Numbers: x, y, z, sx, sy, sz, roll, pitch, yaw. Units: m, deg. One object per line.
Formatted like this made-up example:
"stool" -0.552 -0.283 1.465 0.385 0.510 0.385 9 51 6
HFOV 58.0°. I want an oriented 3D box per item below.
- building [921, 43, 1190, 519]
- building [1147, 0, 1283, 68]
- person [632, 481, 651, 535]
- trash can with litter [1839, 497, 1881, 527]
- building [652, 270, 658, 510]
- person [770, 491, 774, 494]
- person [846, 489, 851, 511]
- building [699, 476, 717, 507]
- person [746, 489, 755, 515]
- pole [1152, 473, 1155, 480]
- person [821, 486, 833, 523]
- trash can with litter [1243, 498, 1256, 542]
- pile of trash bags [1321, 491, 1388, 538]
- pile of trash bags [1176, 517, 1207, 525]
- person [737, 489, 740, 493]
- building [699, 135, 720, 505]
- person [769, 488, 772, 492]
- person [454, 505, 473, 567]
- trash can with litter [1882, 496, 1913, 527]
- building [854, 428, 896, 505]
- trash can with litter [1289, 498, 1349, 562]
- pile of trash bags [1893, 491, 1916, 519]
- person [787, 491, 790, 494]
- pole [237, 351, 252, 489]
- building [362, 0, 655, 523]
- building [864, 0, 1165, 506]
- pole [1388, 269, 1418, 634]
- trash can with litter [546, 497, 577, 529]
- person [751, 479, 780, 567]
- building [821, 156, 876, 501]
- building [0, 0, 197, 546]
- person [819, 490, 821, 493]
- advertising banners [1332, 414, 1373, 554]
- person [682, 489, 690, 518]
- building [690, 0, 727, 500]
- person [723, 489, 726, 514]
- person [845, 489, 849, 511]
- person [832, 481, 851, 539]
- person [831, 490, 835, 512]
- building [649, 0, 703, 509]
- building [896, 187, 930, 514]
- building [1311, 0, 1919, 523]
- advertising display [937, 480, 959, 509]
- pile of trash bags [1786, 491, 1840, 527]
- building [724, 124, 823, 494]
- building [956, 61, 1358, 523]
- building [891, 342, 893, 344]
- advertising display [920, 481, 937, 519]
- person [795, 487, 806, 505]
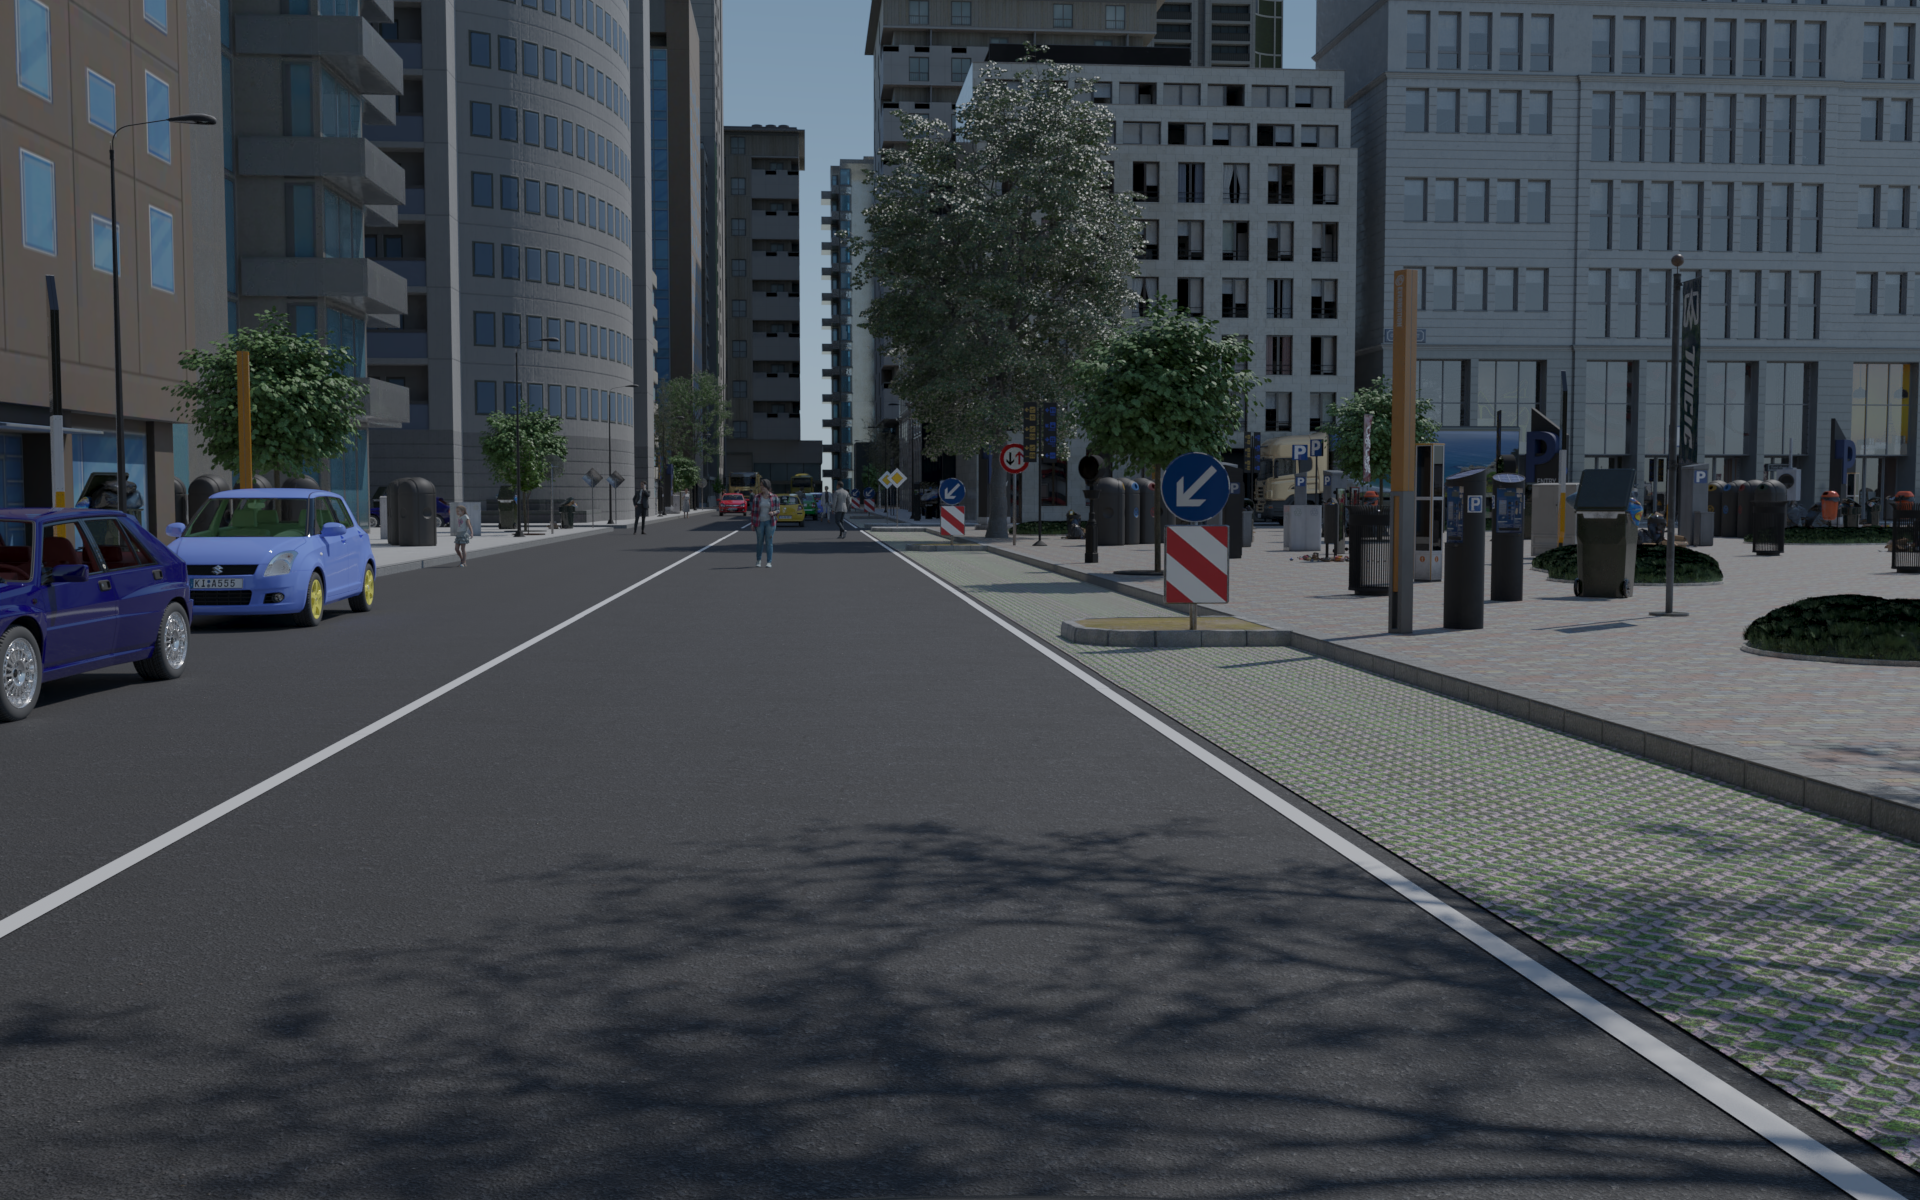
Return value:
"building" 4.570 -16.158 93.861 12.332 23.373 15.834 0 4 -5
"building" 35.307 -49.492 247.453 20.611 71.187 20.563 0 4 -5
"person" -11.301 -3.281 61.502 0.648 1.900 0.474 -1 4 -16
"trash can with litter" 29.575 -2.796 57.098 1.055 1.170 0.624 0 4 -5
"building" -36.541 -16.954 122.229 27.650 21.520 28.899 0 4 -5
"person" -10.540 -5.326 97.398 0.330 1.601 0.589 0 4 0
"person" -8.355 -7.327 128.577 0.850 1.792 0.678 -2 4 -34
"building" -41.011 -29.391 172.426 32.217 40.220 23.993 0 4 -5
"person" -14.448 -6.808 120.158 0.721 1.781 0.623 0 4 7
"pole" 8.522 -5.027 76.028 0.158 3.312 0.155 0 3 0
"person" -6.597 -4.704 85.297 0.514 1.842 0.818 -2 4 -31
"trash can with litter" 7.511 -2.111 45.907 0.624 1.170 1.055 1 4 15
"pile of trash bags" 12.131 -2.616 52.518 1.912 1.369 3.447 2 4 25
"pile of trash bags" 5.962 -2.481 50.309 3.447 1.369 1.912 0 4 -3
"person" -17.332 -7.750 135.308 0.391 1.810 0.635 -1 4 -19
"building" -34.211 -31.105 192.157 14.154 41.232 14.086 0 4 -5
"person" -12.082 -6.217 110.023 0.818 1.842 0.514 -1 4 -18
"person" -9.730 -1.259 34.100 0.505 1.210 0.382 2 4 33
"trash can with litter" 35.432 -3.317 65.283 2.233 1.210 1.678 -2 4 -25
"building" -1.303 -54.760 208.003 22.319 86.520 31.000 0 4 -5
"trash can with litter" 7.153 -1.370 33.451 1.678 1.210 2.233 0 4 -6
"pile of trash bags" 53.024 -5.419 98.361 1.912 1.369 3.447 1 4 13
"person" -17.800 -10.366 178.509 0.721 1.766 1.217 -2 4 -27
"pole" -10.263 -1.898 24.884 0.158 3.312 0.155 0 3 0
"building" -27.169 -33.230 85.303 21.231 58.520 28.212 0 4 -5
"building" 4.964 -36.150 180.283 28.713 52.752 27.495 0 4 -5
"pole" 4.061 -1.347 15.872 0.158 3.312 0.155 0 3 0
"trash can with litter" -14.598 -3.183 63.434 1.055 1.170 0.624 -3 4 -36
"person" -3.810 -1.505 33.948 0.563 1.720 0.643 0 4 0
"building" -4.373 -38.284 245.553 30.456 49.044 23.786 0 4 -5
"building" -21.717 -23.006 26.267 14.600 45.320 14.200 0 4 -5
"person" -15.710 -11.387 194.545 0.709 1.838 0.599 1 4 10
"advertising banners" 8.513 -2.521 37.412 0.090 3.025 2.074 2 4 35
"person" -16.099 -5.677 101.895 0.480 1.755 0.524 -2 4 -29
"building" -39.448 -47.255 210.863 20.611 71.187 20.563 0 4 -5
"person" -16.684 -6.912 122.081 0.524 1.755 0.480 0 4 -2
"person" -9.089 -7.884 137.505 0.767 1.812 0.694 -1 4 -10
"person" -3.784 -2.893 55.641 0.661 1.843 0.795 -3 5 -39
"person" -10.168 -7.948 138.722 0.678 1.792 0.850 -2 4 -33
"building" -30.381 -30.810 153.857 14.600 45.320 14.200 0 4 -5
"building" 3.092 -16.634 113.761 13.314 21.916 24.055 0 4 -5
"building" 32.943 -18.682 82.937 29.804 29.767 11.434 0 4 -5
"advertising display" -0.486 -4.366 76.597 0.974 1.923 0.123 2 4 35
"pile of trash bags" 27.735 -2.872 56.705 1.912 1.369 3.447 0 4 -3
"building" -33.495 -40.156 245.789 27.495 52.752 28.713 0 4 -5
"building" 8.642 -13.830 80.868 16.860 20.320 10.420 0 4 -5
"building" 1.627 -18.132 138.257 13.314 21.916 24.055 0 4 -5
"advertising display" -1.594 -5.082 88.308 0.974 1.923 0.123 -1 4 -11
"person" -8.198 -4.898 88.765 0.592 1.802 0.473 3 4 36
